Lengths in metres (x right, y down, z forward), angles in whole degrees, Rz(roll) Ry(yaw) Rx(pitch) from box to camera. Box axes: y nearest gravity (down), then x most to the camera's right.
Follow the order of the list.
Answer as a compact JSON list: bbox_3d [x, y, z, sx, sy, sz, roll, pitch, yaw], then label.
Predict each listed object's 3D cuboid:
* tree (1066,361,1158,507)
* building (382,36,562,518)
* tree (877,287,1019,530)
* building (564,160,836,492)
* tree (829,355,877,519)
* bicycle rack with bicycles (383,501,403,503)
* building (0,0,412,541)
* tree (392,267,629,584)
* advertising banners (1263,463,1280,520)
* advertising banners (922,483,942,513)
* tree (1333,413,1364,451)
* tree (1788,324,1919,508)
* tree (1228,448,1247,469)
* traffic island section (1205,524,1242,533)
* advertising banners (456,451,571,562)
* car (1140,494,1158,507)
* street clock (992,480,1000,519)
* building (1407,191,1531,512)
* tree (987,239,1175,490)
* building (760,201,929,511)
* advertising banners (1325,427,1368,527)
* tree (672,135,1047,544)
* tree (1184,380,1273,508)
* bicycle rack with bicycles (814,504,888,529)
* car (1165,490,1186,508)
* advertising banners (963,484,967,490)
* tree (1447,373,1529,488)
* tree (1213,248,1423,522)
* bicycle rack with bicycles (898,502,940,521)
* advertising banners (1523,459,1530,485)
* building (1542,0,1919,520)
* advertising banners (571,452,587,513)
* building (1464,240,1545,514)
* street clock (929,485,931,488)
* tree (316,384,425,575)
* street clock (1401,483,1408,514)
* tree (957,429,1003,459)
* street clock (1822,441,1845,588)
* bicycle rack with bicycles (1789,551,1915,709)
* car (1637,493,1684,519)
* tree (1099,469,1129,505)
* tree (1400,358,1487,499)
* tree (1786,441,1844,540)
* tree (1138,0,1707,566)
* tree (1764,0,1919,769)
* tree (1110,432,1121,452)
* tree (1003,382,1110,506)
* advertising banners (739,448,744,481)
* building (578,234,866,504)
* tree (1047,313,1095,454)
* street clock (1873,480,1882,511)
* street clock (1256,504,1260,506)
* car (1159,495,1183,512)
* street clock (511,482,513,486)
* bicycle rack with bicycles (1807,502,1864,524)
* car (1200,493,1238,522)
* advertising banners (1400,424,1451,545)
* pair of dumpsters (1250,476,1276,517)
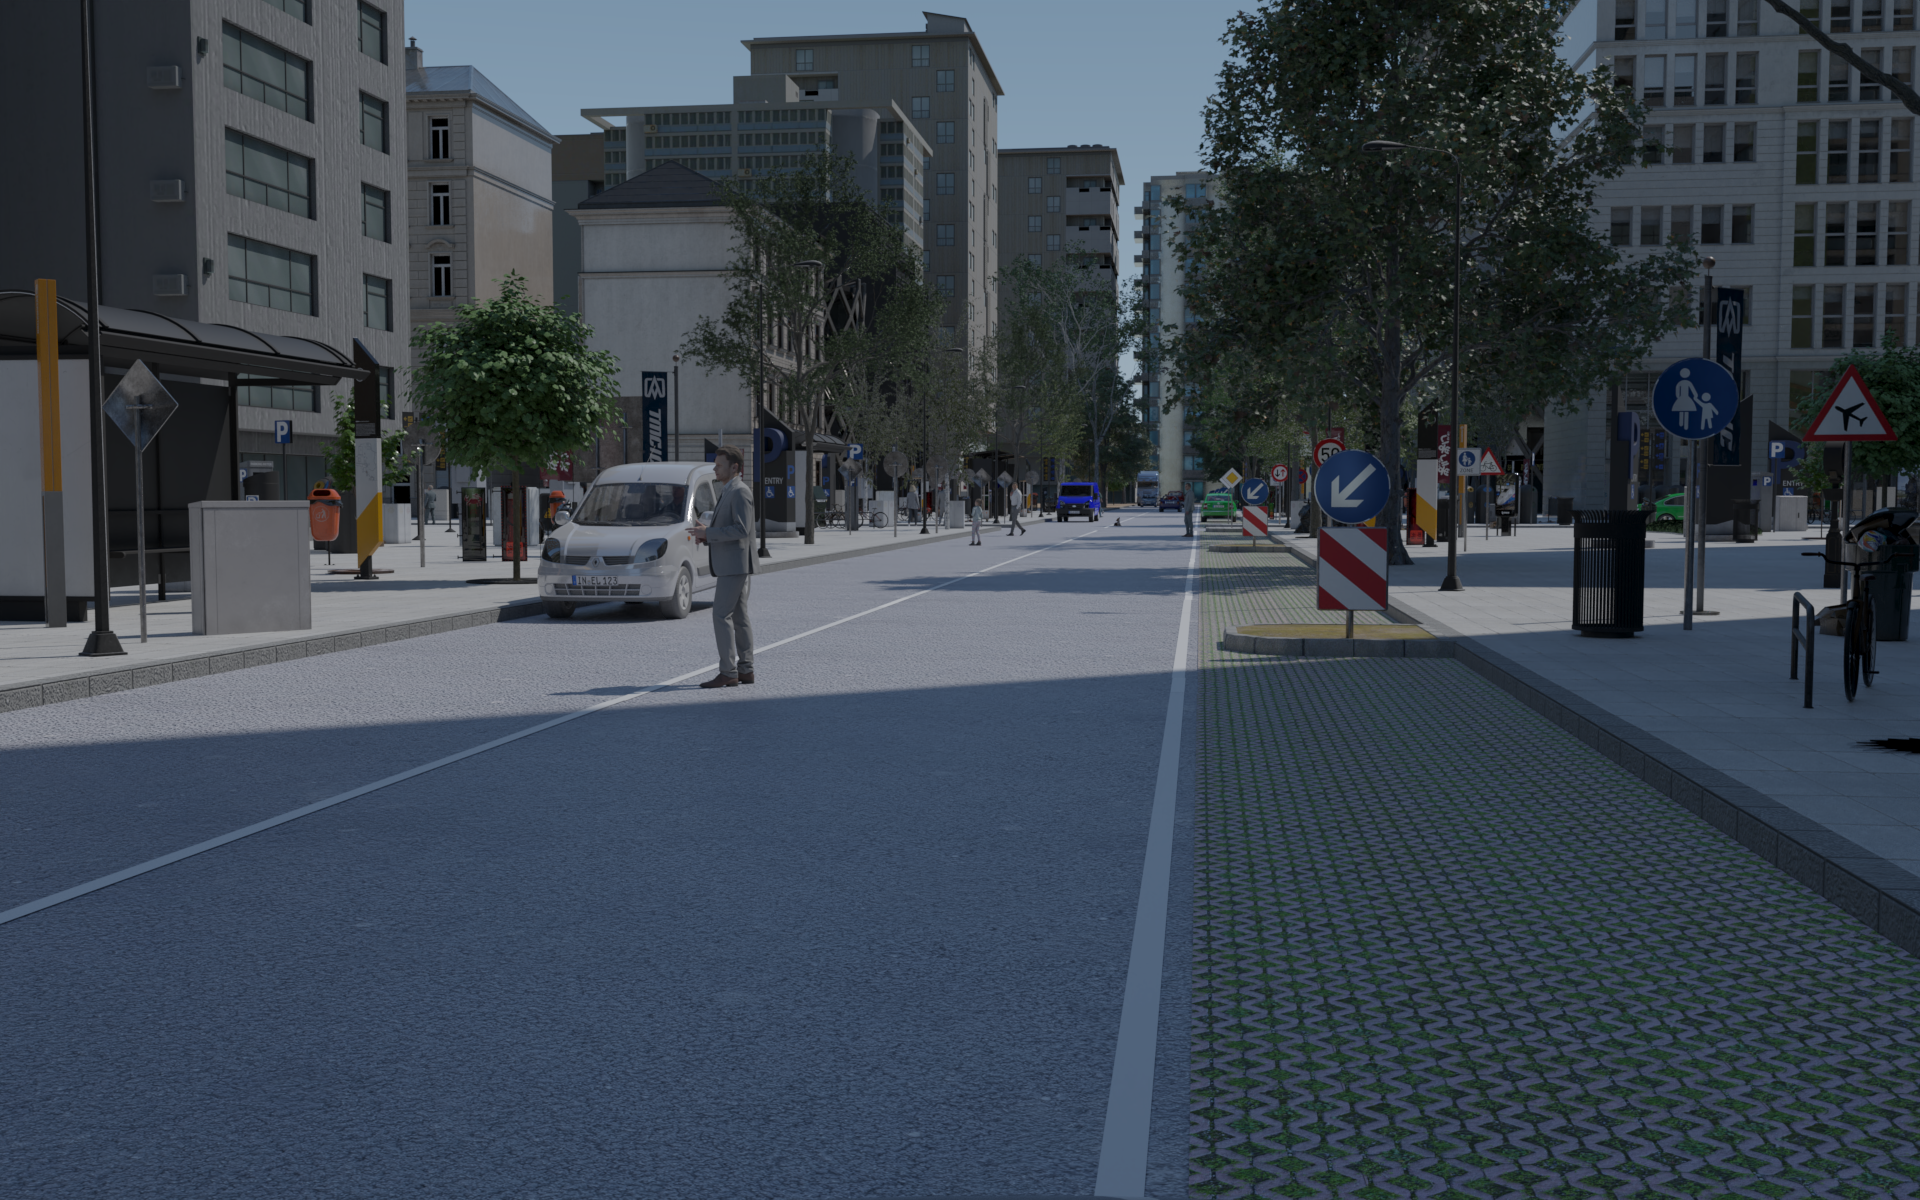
[{"bbox_3d":[13.839,-15.844,165.702,9.857,13.997,8.962,0,3,0],"label":"tree"},{"bbox_3d":[-37.096,-18.496,99.669,25.104,27.353,12.463,0,4,8],"label":"building"},{"bbox_3d":[-0.222,-6.850,62.355,4.360,8.622,3.978,0,3,0],"label":"tree"},{"bbox_3d":[-14.319,-14.421,100.408,10.561,19.102,19.286,0,4,8],"label":"building"},{"bbox_3d":[-4.698,-8.575,90.570,4.360,8.622,3.978,0,3,0],"label":"tree"},{"bbox_3d":[-39.894,-6.341,117.063,2.925,0.926,2.852,2,4,32],"label":"bicycle rack with bicycles"},{"bbox_3d":[-23.601,-16.863,47.413,14.107,30.474,14.160,0,4,8],"label":"building"},{"bbox_3d":[-6.552,-2.533,25.125,4.285,4.588,4.351,0,3,0],"label":"tree"},{"bbox_3d":[15.722,-5.573,87.302,0.090,3.025,2.074,-1,4,-17],"label":"advertising banners"},{"bbox_3d":[-2.055,-7.056,111.549,2.074,3.025,0.090,-1,4,-14],"label":"advertising banners"},{"bbox_3d":[30.471,-11.623,140.395,4.737,8.622,4.395,0,3,0],"label":"tree"},{"bbox_3d":[17.994,-3.060,33.744,4.285,4.588,4.351,0,3,0],"label":"tree"},{"bbox_3d":[27.138,-13.410,169.622,4.737,8.622,4.395,0,3,0],"label":"tree"},{"bbox_3d":[10.311,-2.648,65.578,2.009,0.180,2.903,0,4,8],"label":"traffic island section"},{"bbox_3d":[-8.514,-2.246,32.905,2.074,3.025,0.090,0,4,-3],"label":"advertising banners"},{"bbox_3d":[20.750,-10.902,190.242,2.014,1.417,4.499,0,4,8],"label":"car"},{"bbox_3d":[1.858,-5.188,89.391,0.358,2.002,0.471,2,4,35],"label":"street clock"},{"bbox_3d":[42.220,-19.358,134.528,12.078,24.808,19.932,0,4,8],"label":"building"},{"bbox_3d":[8.691,-16.560,126.649,12.611,20.169,13.585,0,3,0],"label":"tree"},{"bbox_3d":[-9.832,-18.976,139.929,12.332,23.373,15.834,0,4,8],"label":"building"},{"bbox_3d":[10.478,-2.985,44.993,2.074,3.025,0.090,2,4,29],"label":"advertising banners"},{"bbox_3d":[-3.631,-6.719,44.265,8.767,10.594,7.601,3,4,37],"label":"tree"},{"bbox_3d":[25.477,-15.475,159.666,9.857,13.997,8.962,0,3,0],"label":"tree"},{"bbox_3d":[-4.423,-3.086,63.832,2.925,0.926,2.852,1,4,22],"label":"bicycle rack with bicycles"},{"bbox_3d":[22.614,-10.576,181.592,2.281,1.827,5.304,0,4,8],"label":"car"},{"bbox_3d":[0.658,-6.575,103.683,0.090,3.025,2.074,2,4,30],"label":"advertising banners"},{"bbox_3d":[25.136,-8.002,81.202,4.360,8.622,3.978,0,3,0],"label":"tree"},{"bbox_3d":[12.262,-8.609,58.880,7.486,12.596,7.792,0,3,0],"label":"tree"},{"bbox_3d":[-2.242,-4.248,82.837,2.925,0.926,2.852,0,4,5],"label":"bicycle rack with bicycles"},{"bbox_3d":[27.807,-5.523,86.491,0.090,3.025,2.074,-1,4,-16],"label":"advertising banners"},{"bbox_3d":[46.123,-18.970,87.651,29.804,29.767,11.434,0,4,8],"label":"building"},{"bbox_3d":[-7.446,-2.391,35.284,2.074,3.025,0.090,1,4,23],"label":"advertising banners"},{"bbox_3d":[42.301,-15.179,115.626,16.820,18.784,16.811,0,4,8],"label":"building"},{"bbox_3d":[-2.591,-8.393,141.795,0.358,2.002,0.471,-2,4,-28],"label":"street clock"},{"bbox_3d":[-9.740,-2.033,27.837,1.663,3.219,1.824,0,3,0],"label":"tree"},{"bbox_3d":[28.870,-6.607,112.602,0.358,2.002,0.471,3,5,43],"label":"street clock"},{"bbox_3d":[1.309,-11.707,141.764,4.737,8.622,4.395,0,3,0],"label":"tree"},{"bbox_3d":[11.933,-1.166,23.627,0.358,2.002,0.471,3,5,40],"label":"street clock"},{"bbox_3d":[6.424,0.151,10.906,2.852,0.926,2.925,2,4,24],"label":"bicycle rack with bicycles"},{"bbox_3d":[28.530,-3.558,66.966,4.718,1.807,1.959,1,4,9],"label":"car"},{"bbox_3d":[17.500,-13.091,197.756,4.285,4.588,4.351,0,3,0],"label":"tree"},{"bbox_3d":[25.068,-8.527,89.773,4.737,8.622,4.395,0,3,0],"label":"tree"},{"bbox_3d":[24.255,-3.325,48.967,1.663,3.219,1.824,0,3,0],"label":"tree"},{"bbox_3d":[7.900,-6.989,31.279,9.611,12.733,9.660,0,3,0],"label":"tree"},{"bbox_3d":[4.946,-5.044,8.220,9.928,11.665,9.643,0,3,0],"label":"tree"},{"bbox_3d":[15.554,-14.380,185.472,4.737,8.622,4.395,0,3,0],"label":"tree"},{"bbox_3d":[6.167,-9.792,110.461,4.737,8.622,4.395,0,3,0],"label":"tree"},{"bbox_3d":[-8.888,-4.332,67.017,0.090,3.025,2.074,-3,4,-38],"label":"advertising banners"},{"bbox_3d":[-15.107,-15.368,118.714,16.820,18.784,16.811,0,4,8],"label":"building"},{"bbox_3d":[2.793,-9.015,81.802,7.601,10.594,8.767,1,4,17],"label":"tree"},{"bbox_3d":[32.760,-3.497,61.749,0.358,2.002,0.471,0,4,4],"label":"street clock"},{"bbox_3d":[15.589,-5.257,90.527,0.358,2.002,0.471,-2,4,-34],"label":"street clock"},{"bbox_3d":[16.853,-7.703,138.525,1.945,1.354,3.894,1,4,9],"label":"car"},{"bbox_3d":[-24.585,-5.573,95.696,0.471,2.002,0.358,3,4,36],"label":"street clock"},{"bbox_3d":[36.961,-3.708,74.012,2.925,0.926,2.852,-1,4,-19],"label":"bicycle rack with bicycles"},{"bbox_3d":[13.270,-4.888,88.718,1.959,1.807,4.718,1,4,9],"label":"car"},{"bbox_3d":[11.434,-2.893,43.493,2.074,3.025,0.090,0,4,-6],"label":"advertising banners"},{"bbox_3d":[16.623,-5.683,95.406,1.574,2.255,4.437,0,4,8],"label":"pair of dumpsters"}]
